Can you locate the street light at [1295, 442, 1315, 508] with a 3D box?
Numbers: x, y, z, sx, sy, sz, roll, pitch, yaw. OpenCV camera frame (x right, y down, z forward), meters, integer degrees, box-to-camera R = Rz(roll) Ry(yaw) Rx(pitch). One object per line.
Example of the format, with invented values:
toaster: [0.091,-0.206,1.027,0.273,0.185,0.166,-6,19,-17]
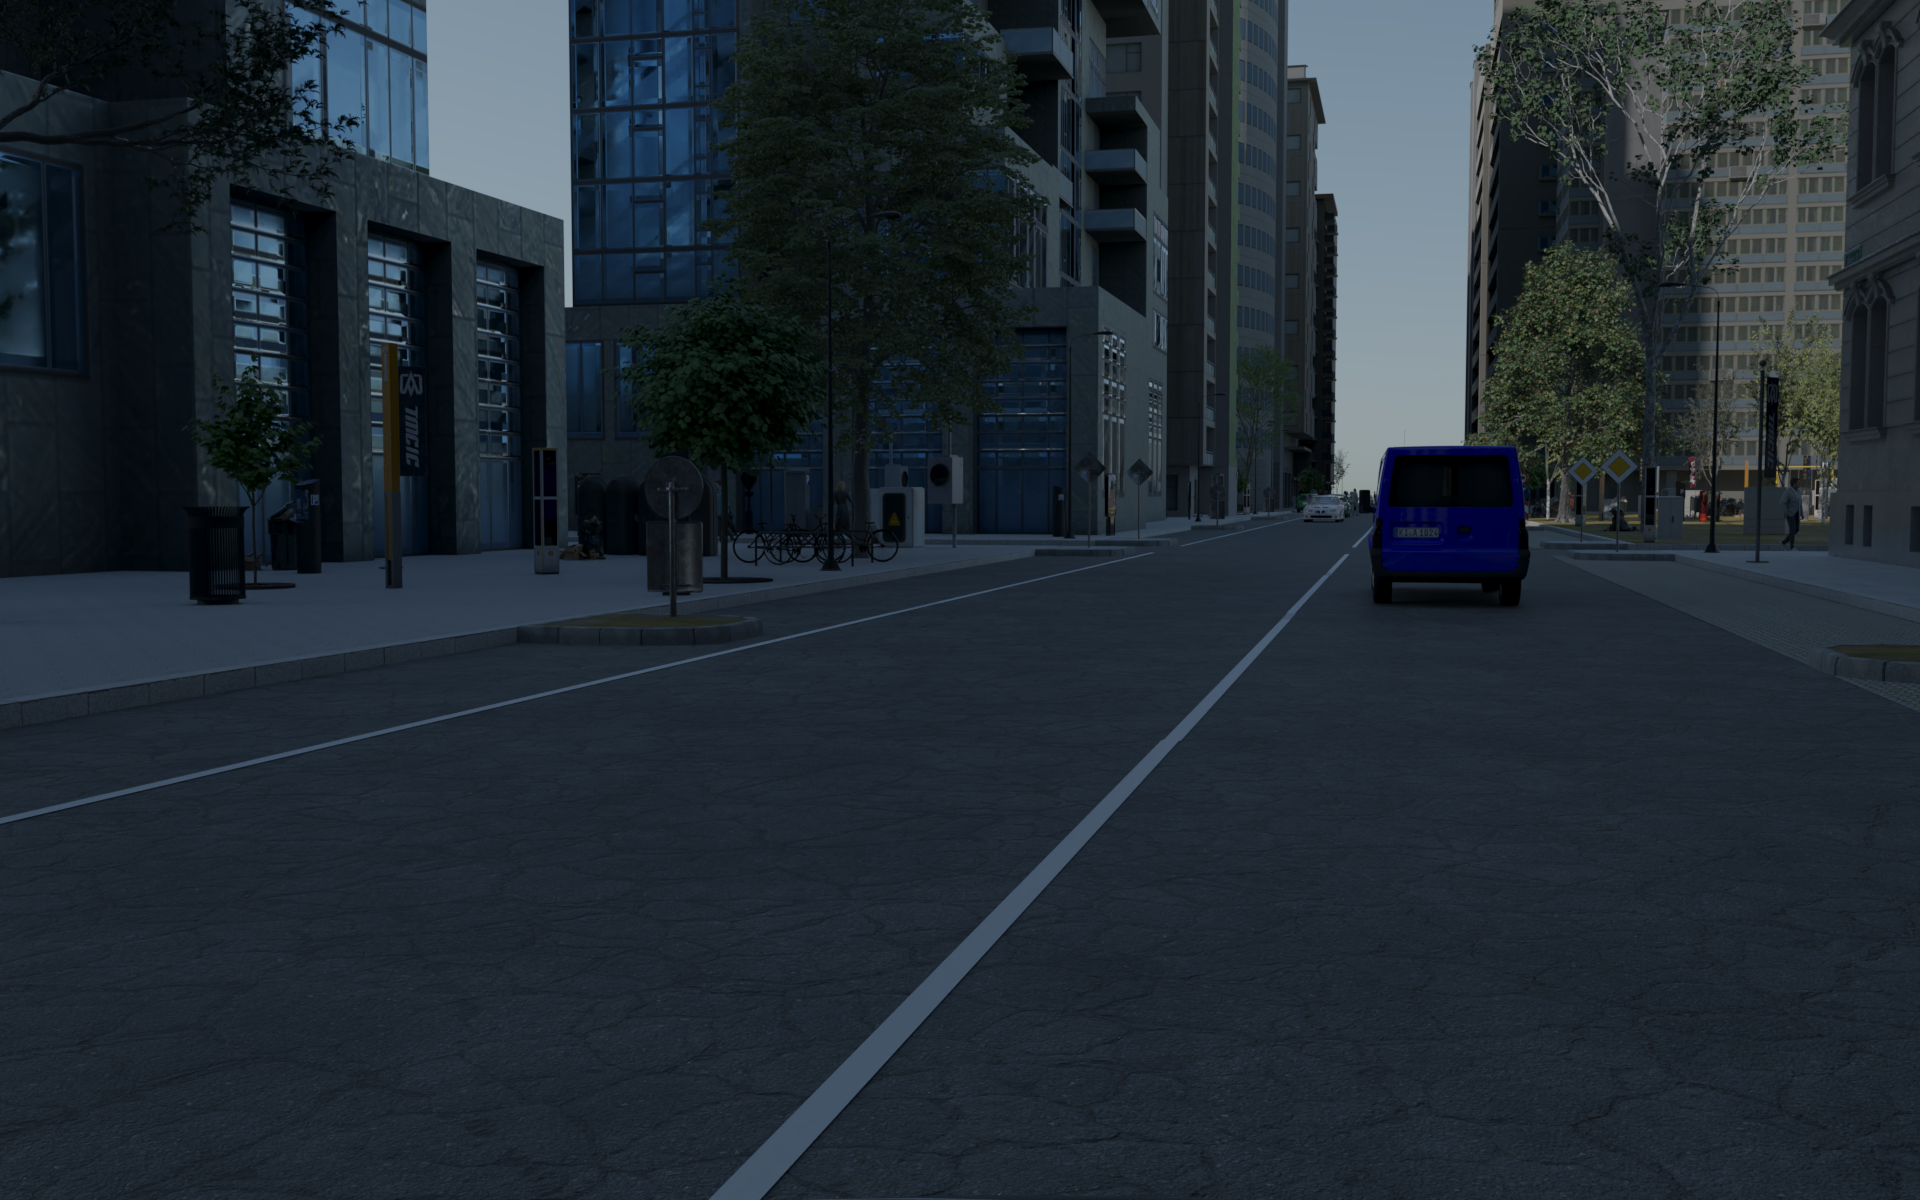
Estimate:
street light: [30.653,-11.143,154.723,1.470,5.913,1.316,1,4,14]

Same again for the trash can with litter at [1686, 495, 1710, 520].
trash can with litter: [40.912,-5.283,97.433,2.233,1.210,1.678,-2,4,-31]

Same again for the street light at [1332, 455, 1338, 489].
street light: [43.360,-14.147,203.851,1.470,5.913,1.316,1,4,14]

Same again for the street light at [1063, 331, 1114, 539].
street light: [3.676,-4.707,49.504,1.470,5.913,1.316,1,4,14]

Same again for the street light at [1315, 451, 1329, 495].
street light: [38.356,-12.979,184.752,1.470,5.913,1.316,1,4,14]

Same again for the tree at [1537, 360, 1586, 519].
tree: [30.306,-8.440,88.357,4.737,8.622,4.395,0,3,0]

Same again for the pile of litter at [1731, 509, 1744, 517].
pile of litter: [43.741,-5.019,96.031,1.176,0.858,1.719,-3,5,-43]

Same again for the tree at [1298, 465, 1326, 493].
tree: [39.557,-12.972,195.802,4.285,4.588,4.351,0,3,0]

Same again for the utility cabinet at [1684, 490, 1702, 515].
utility cabinet: [43.607,-5.782,103.212,1.173,1.500,0.318,-1,4,-18]

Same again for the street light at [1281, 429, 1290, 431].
street light: [22.959,-9.296,124.535,1.470,5.913,1.316,1,4,14]

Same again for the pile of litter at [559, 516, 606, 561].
pile of litter: [-7.506,-1.230,34.079,1.176,0.858,1.719,0,4,2]

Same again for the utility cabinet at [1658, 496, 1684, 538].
utility cabinet: [20.420,-2.388,50.212,1.020,1.237,0.306,0,4,-7]

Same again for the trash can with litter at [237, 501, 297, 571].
trash can with litter: [-11.589,-1.082,29.080,1.055,1.170,0.624,-1,4,-18]

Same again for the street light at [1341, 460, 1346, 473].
street light: [50.989,-15.993,234.021,1.470,5.913,1.316,1,4,14]

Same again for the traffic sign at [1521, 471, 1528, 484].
traffic sign: [31.208,-5.892,96.434,0.768,2.556,0.104,1,4,17]

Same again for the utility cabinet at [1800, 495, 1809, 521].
utility cabinet: [40.419,-4.434,83.651,1.020,1.237,0.306,2,4,33]

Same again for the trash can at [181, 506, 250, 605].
trash can: [-8.660,-0.522,20.184,0.748,1.137,0.748,0,3,0]

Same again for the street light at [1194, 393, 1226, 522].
street light: [11.538,-6.558,79.758,1.470,5.913,1.316,1,4,14]

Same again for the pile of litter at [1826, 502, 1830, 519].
pile of litter: [45.591,-4.683,90.527,1.719,0.858,1.176,-1,4,-22]

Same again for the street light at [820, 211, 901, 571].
street light: [-1.643,-3.436,28.714,1.470,5.913,1.316,1,4,14]

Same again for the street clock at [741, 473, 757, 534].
street clock: [-6.716,-3.094,55.158,0.471,2.002,0.358,1,4,19]

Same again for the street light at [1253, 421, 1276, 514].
street light: [19.278,-8.394,109.779,1.470,5.913,1.316,1,4,14]

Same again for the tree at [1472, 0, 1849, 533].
tree: [23.960,-12.233,55.903,12.611,20.169,13.585,0,3,0]

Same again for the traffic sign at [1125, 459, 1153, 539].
traffic sign: [5.063,-2.772,48.970,0.795,2.450,0.064,1,4,14]

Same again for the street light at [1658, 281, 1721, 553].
street light: [15.943,-3.996,37.879,1.470,5.913,1.316,1,4,14]

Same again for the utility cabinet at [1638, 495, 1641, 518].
utility cabinet: [37.442,-5.083,94.274,1.020,1.237,0.306,-1,4,-11]

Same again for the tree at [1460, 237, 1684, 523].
tree: [27.280,-9.811,77.420,9.611,12.733,9.660,0,3,0]

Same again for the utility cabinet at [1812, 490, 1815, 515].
utility cabinet: [53.107,-5.998,106.740,1.173,1.500,0.318,-1,4,-15]

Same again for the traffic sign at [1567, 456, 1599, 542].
traffic sign: [16.532,-2.592,46.018,0.795,2.450,0.064,1,4,14]

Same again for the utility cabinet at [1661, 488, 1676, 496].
utility cabinet: [26.687,-3.463,65.294,0.318,1.500,1.173,1,4,11]

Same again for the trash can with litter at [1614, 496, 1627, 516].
trash can with litter: [40.192,-5.795,106.138,1.055,1.170,0.624,-2,4,-30]

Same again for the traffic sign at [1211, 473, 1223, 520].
traffic sign: [12.746,-5.119,85.828,0.606,2.300,0.079,2,4,24]

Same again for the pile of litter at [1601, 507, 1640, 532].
pile of litter: [22.882,-2.803,59.787,1.176,0.858,1.719,0,4,-2]

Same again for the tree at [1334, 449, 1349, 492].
tree: [60.249,-19.973,276.922,4.737,8.622,4.395,0,3,0]

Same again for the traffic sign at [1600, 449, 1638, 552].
traffic sign: [14.548,-2.119,38.283,0.795,2.450,0.064,1,4,14]

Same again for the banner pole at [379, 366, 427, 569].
banner pole: [-9.571,-2.431,29.767,0.863,3.779,0.401,-2,4,-25]

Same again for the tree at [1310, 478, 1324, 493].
tree: [39.298,-12.064,191.843,1.663,3.219,1.824,0,3,0]

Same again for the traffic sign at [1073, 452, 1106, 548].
traffic sign: [3.079,-2.299,41.234,0.795,2.450,0.064,1,4,14]

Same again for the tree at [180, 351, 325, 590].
tree: [-9.488,-1.772,23.578,1.663,3.219,1.824,0,3,0]

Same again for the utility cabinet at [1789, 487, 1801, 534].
utility cabinet: [26.252,-2.845,55.193,1.173,1.500,0.318,-2,4,-26]

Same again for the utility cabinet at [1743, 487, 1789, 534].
utility cabinet: [25.363,-2.809,54.608,1.173,1.500,0.318,1,4,20]
